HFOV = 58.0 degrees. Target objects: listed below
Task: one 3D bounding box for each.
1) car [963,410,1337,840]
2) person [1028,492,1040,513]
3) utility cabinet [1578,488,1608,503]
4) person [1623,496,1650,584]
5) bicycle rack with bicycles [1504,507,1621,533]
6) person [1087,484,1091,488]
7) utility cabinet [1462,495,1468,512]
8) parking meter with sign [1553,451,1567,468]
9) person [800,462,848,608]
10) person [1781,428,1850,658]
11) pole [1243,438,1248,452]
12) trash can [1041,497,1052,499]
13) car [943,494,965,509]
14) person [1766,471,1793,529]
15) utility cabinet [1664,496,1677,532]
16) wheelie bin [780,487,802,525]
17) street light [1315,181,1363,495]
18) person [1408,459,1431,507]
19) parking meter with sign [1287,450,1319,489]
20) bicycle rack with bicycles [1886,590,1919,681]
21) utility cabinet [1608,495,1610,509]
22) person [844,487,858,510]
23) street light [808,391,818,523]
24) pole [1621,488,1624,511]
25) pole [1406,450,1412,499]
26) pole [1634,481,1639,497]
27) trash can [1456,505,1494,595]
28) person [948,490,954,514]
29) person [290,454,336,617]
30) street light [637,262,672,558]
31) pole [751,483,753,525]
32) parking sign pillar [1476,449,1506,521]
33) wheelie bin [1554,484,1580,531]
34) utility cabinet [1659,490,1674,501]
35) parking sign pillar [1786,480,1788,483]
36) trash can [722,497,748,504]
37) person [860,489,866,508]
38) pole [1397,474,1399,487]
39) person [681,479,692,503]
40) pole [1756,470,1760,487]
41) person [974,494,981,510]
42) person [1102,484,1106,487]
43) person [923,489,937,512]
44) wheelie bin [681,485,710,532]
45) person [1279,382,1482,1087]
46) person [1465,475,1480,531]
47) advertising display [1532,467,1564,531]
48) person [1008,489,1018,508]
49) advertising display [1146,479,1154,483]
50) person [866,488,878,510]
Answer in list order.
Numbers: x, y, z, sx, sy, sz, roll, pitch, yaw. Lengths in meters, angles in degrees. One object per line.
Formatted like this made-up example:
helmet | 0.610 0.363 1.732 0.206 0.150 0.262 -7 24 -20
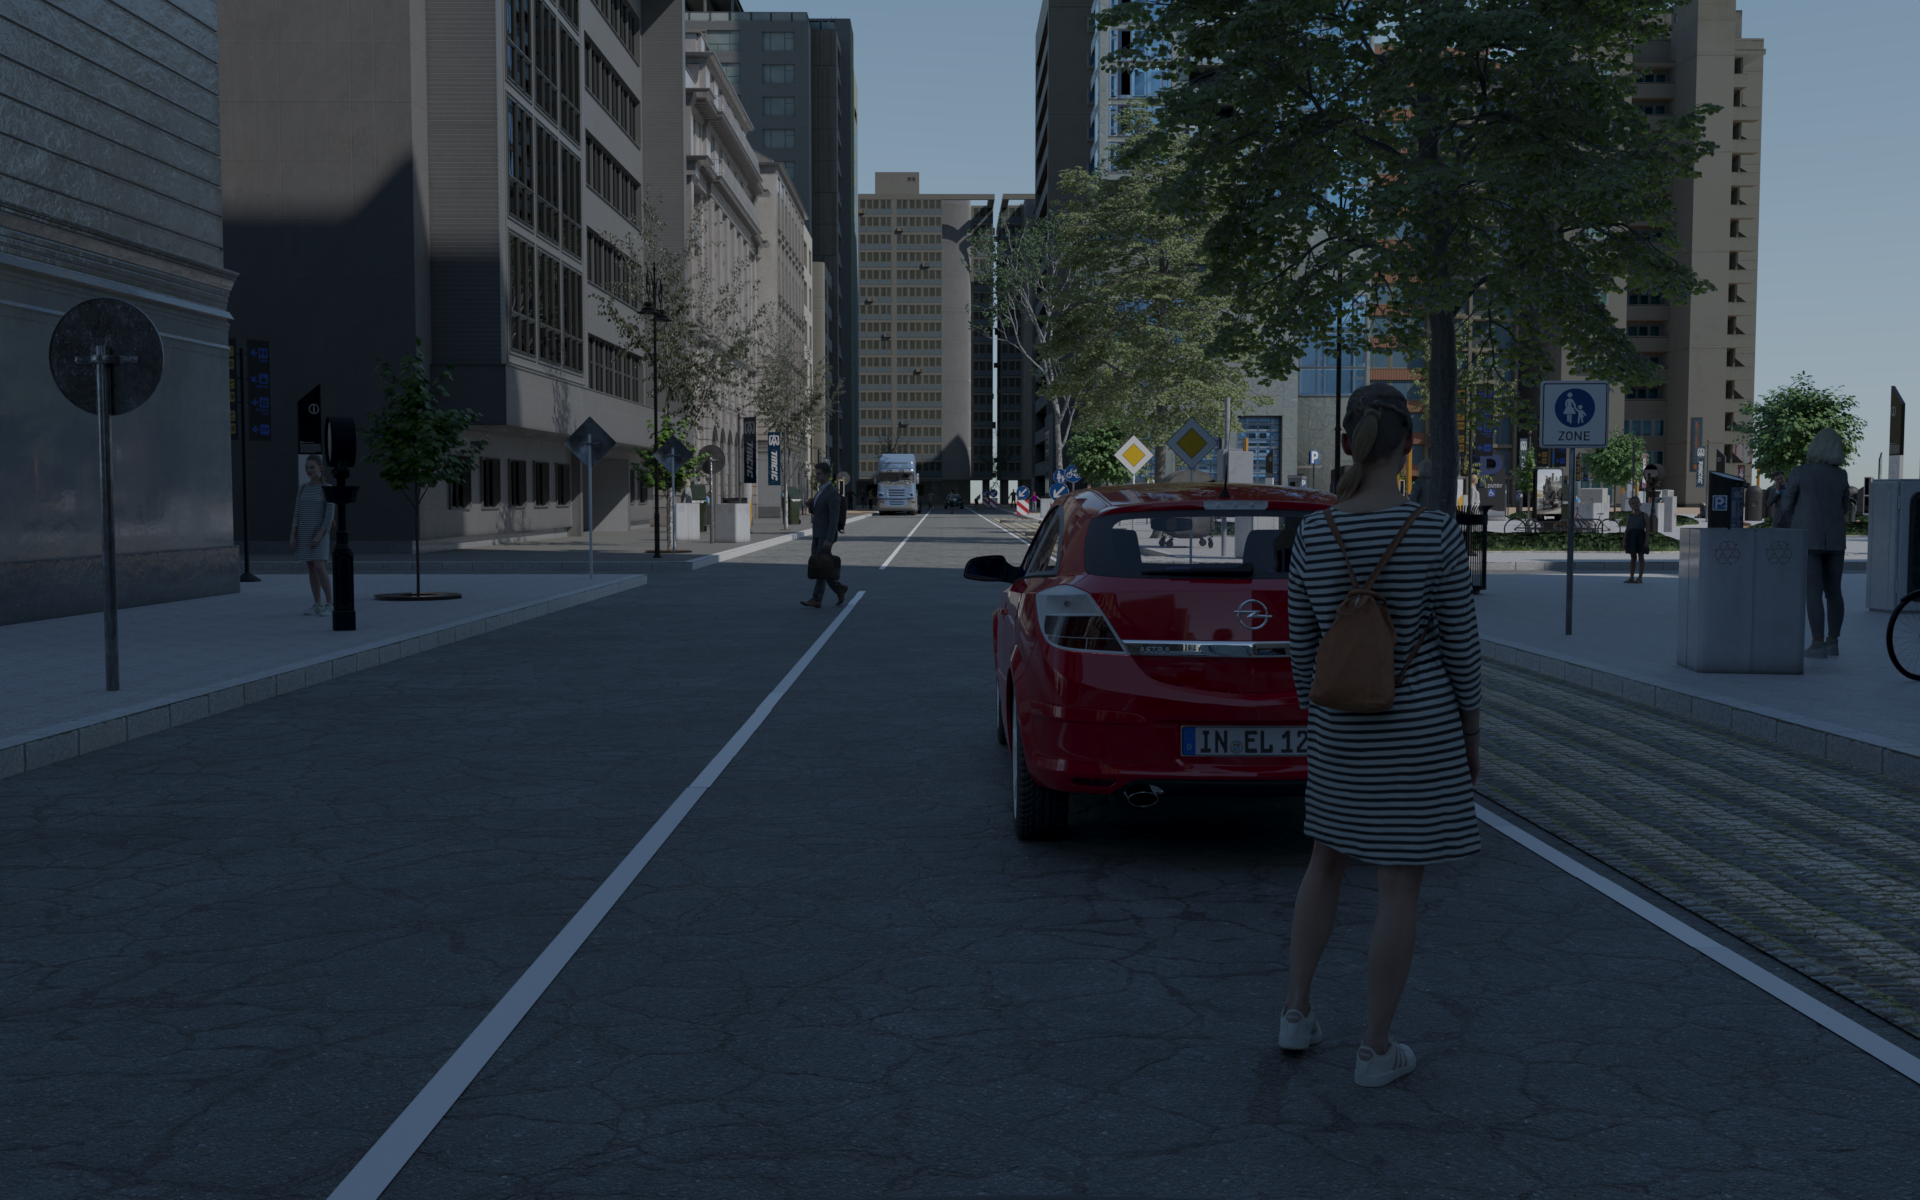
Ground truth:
car | 1.097 0.023 8.666 2.155 1.783 4.494 0 4 0
person | 4.969 -6.496 115.473 0.991 1.433 0.599 1 4 17
utility cabinet | 24.021 -3.494 65.805 0.318 1.500 1.173 -2 4 -28
person | 9.690 -0.862 24.808 0.373 1.253 0.362 -3 4 -39
bicycle rack with bicycles | 16.241 -2.054 46.957 2.925 0.926 2.852 2 4 27
person | 6.883 -5.211 91.518 0.850 1.792 0.678 -2 4 -32
utility cabinet | 31.114 -5.790 105.826 1.020 1.237 0.306 -1 4 -15
parking meter with sign | 24.223 -4.521 70.180 0.543 3.016 1.738 1 4 17
person | -1.683 -0.821 21.890 0.822 1.834 0.622 -3 4 -38
person | 6.748 -0.458 13.717 0.537 1.800 0.526 0 4 6
pole | 10.406 -4.244 63.239 0.158 3.312 0.155 0 3 0
trash can | 5.020 -5.411 100.127 0.748 1.137 0.748 0 3 0
car | -0.601 -9.567 168.225 2.131 1.459 4.920 0 4 -2
person | 14.813 -1.392 31.073 0.655 1.846 0.447 3 4 38
utility cabinet | 24.031 -2.902 58.607 0.306 1.237 1.020 2 4 30
wheelie bin | -7.135 -3.970 72.819 0.693 1.594 0.980 3 5 41
street light | 5.595 -3.229 25.589 0.468 5.910 1.993 0 4 -1
person | 6.886 -1.207 25.959 0.537 1.800 0.526 -3 4 -36
parking meter with sign | 13.611 -4.504 69.904 0.543 3.016 1.738 -3 5 -40
bicycle rack with bicycles | 7.756 0.107 11.626 2.925 0.926 2.852 0 4 4
utility cabinet | 39.960 -5.917 107.900 0.306 1.237 1.020 -2 4 -33
person | -8.694 -8.057 137.794 1.348 1.821 0.705 -2 4 -27
street light | -6.454 -6.284 75.526 0.468 5.910 1.993 0 4 -1
pole | 39.477 -6.685 103.149 0.158 3.312 0.155 0 3 0
pole | 18.472 -4.736 71.270 0.158 3.312 0.155 0 3 0
pole | 35.854 -5.988 91.752 0.158 3.312 0.155 0 3 0
trash can | 6.455 -0.648 22.244 0.748 1.137 0.748 0 3 0
person | -0.674 -7.084 125.104 0.721 1.735 1.217 1 4 14
person | -6.834 -0.693 18.376 0.512 1.701 0.522 1 4 12
street light | -6.092 -3.786 34.681 0.468 5.910 1.993 0 4 -1
pole | -8.555 -4.705 70.773 0.158 3.312 0.155 0 3 0
parking sign pillar | 25.471 -5.791 83.150 1.447 3.967 1.447 0 4 3
wheelie bin | 18.515 -2.770 53.204 0.980 1.594 0.693 1 4 15
utility cabinet | 35.772 -4.822 87.520 0.318 1.500 1.173 2 4 35
parking sign pillar | 27.885 -4.212 57.345 1.447 3.967 1.447 -3 5 -43
trash can | -8.756 -3.338 66.230 0.748 1.137 0.748 0 3 0
person | -8.626 -9.018 153.938 0.683 1.767 0.568 2 4 28
pole | 10.551 -2.946 42.017 0.158 3.312 0.155 0 3 0
person | -9.011 -3.114 57.139 0.728 1.800 0.709 0 4 4
pole | 45.885 -6.468 99.594 0.158 3.312 0.155 0 3 0
person | 1.562 -8.524 151.056 0.799 1.438 0.628 2 4 29
person | 6.427 -4.291 76.943 0.466 1.731 0.760 3 4 37
person | -2.447 -8.163 141.967 1.348 1.824 0.705 2 4 32
wheelie bin | -8.976 -3.106 58.691 0.980 1.594 0.693 -1 4 -17
person | 1.013 0.322 4.247 0.512 1.701 0.522 2 4 24
person | 13.163 -2.336 44.582 0.624 1.780 0.694 1 4 21
advertising display | 14.293 -2.258 42.131 0.974 1.923 0.123 -2 4 -32
person | 5.082 -9.672 164.727 0.990 1.755 0.434 1 4 14
advertising display | 8.176 -4.146 72.995 0.974 1.923 0.123 -3 5 -40
person | -7.269 -8.289 141.664 1.348 1.812 0.705 3 5 45
